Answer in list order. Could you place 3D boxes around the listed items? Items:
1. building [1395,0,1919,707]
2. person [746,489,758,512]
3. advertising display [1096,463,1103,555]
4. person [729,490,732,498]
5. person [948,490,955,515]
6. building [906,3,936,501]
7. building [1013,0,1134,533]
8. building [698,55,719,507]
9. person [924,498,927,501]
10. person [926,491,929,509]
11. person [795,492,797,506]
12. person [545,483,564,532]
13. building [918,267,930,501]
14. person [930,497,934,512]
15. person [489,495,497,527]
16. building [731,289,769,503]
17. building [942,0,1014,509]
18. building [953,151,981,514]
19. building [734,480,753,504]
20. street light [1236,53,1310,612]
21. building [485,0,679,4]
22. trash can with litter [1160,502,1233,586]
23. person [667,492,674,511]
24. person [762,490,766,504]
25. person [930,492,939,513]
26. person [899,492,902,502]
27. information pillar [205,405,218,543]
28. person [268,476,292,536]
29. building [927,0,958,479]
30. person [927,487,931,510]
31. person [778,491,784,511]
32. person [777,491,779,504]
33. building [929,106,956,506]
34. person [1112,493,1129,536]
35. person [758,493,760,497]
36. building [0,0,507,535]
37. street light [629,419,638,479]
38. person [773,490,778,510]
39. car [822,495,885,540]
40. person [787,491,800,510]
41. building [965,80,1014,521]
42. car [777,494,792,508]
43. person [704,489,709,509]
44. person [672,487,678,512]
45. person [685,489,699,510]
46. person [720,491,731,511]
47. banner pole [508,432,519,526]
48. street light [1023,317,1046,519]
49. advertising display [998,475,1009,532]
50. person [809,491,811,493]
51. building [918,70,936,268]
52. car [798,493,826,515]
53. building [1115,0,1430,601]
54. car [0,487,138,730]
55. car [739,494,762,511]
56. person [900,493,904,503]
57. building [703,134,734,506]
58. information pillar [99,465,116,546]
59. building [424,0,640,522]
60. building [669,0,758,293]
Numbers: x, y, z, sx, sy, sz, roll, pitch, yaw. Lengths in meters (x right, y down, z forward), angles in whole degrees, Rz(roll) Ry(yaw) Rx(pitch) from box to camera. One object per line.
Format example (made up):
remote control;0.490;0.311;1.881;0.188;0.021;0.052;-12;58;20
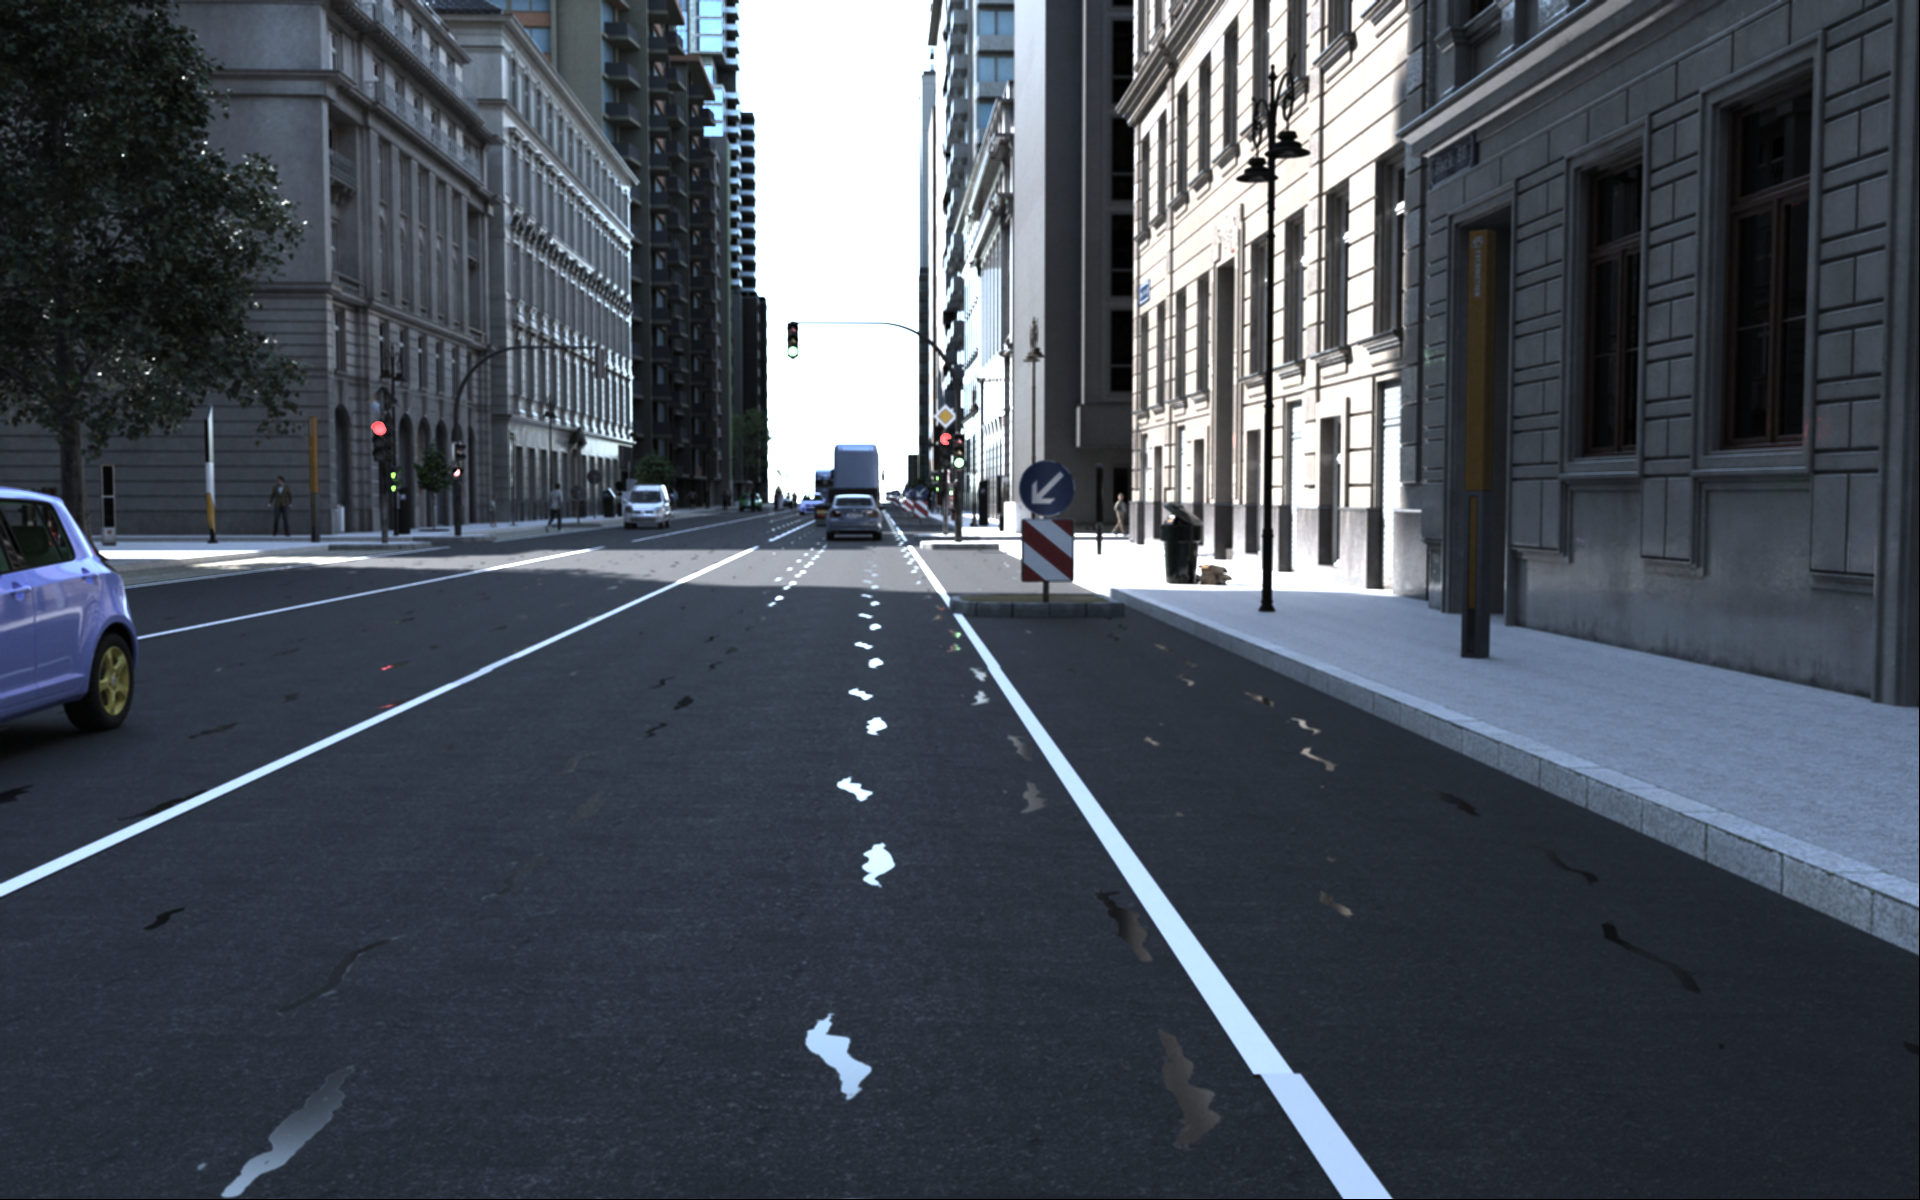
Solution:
building;10.703;-10.592;9.343;11.583;22.565;21.152;0;4;-3
person;-16.939;-8.124;141.342;0.705;1.821;1.348;3;4;38
advertising display;2.964;-1.929;36.756;0.123;1.923;0.974;0;4;6
person;-24.013;-10.605;180.150;0.721;1.735;1.217;1;4;18
person;-0.479;-5.998;104.213;0.850;1.850;0.679;-1;4;-16
building;2.951;-58.667;271.880;22.319;86.520;31.000;0;4;-3
building;14.344;-16.412;61.838;24.014;27.812;14.314;0;4;-3
building;-35.571;-31.528;170.104;22.147;44.769;28.867;0;4;-3
person;-3.502;-10.187;173.531;0.756;1.711;0.436;2;4;27
person;-2.602;-8.518;145.835;0.721;1.766;1.217;1;4;20
person;-18.998;-11.764;201.527;0.721;1.739;1.217;1;4;9
person;-15.262;-3.482;65.282;0.661;1.843;0.795;2;4;27
building;1.585;-27.514;221.550;14.160;30.474;14.107;0;4;-3
person;-2.013;-6.972;124.713;0.332;1.250;0.352;0;4;2
person;-17.968;-3.424;66.703;0.352;1.250;0.332;1;4;22
building;-34.370;-28.826;243.000;14.160;30.474;14.107;0;4;-3
building;10.128;-32.206;146.170;23.786;49.044;30.456;0;4;-3
building;8.263;-17.173;114.069;16.112;22.955;30.059;0;4;-3
building;-43.394;-32.498;223.216;32.217;40.220;23.993;0;4;-3
street light;3.363;-2.814;18.802;0.468;5.910;1.993;0;4;-3
building;-34.175;-29.768;141.324;22.147;44.769;28.867;0;4;-3
trash can with litter;3.383;-0.812;24.663;1.055;1.170;0.624;2;4;35
person;-22.059;-7.556;132.772;0.799;1.438;0.628;-3;5;-40
person;-26.193;-13.795;231.599;0.705;1.824;1.348;0;4;3
person;-1.749;-6.910;119.048;0.654;1.822;0.581;0;4;-7
person;-9.178;-15.852;266.154;0.756;1.711;0.436;2;4;24
information pillar;-19.588;-3.296;45.241;0.183;3.616;0.504;-1;4;-10
person;-20.774;-2.871;52.895;0.836;1.842;0.656;3;5;42
building;11.439;-35.881;175.891;28.713;52.752;27.495;0;4;-3
person;-2.523;-8.399;142.992;0.705;1.869;1.348;0;4;-6
person;-15.600;-8.658;150.722;0.621;1.740;0.551;1;4;18
person;-18.573;-10.210;176.114;0.721;1.739;1.217;-1;4;-10
building;3.594;-33.422;196.562;14.600;45.320;14.200;0;4;-3
person;4.954;-2.631;53.336;0.640;1.303;0.475;2;4;31
person;-26.597;-13.383;228.051;0.628;1.438;0.799;1;4;9
building;-26.106;-13.637;64.766;13.314;21.916;24.055;0;4;-3
street light;-20.125;-8.191;106.710;0.468;5.910;1.993;0;4;-3
person;-16.669;-8.945;155.287;0.750;1.759;0.617;3;4;38
car;-3.384;-2.641;55.184;2.014;1.417;4.499;0;4;-4
person;-14.765;-8.835;153.662;1.217;1.736;0.721;0;4;-5
building;7.529;-14.998;87.023;13.314;21.916;24.055;0;4;-3
car;-18.465;-10.478;181.105;2.009;1.686;4.222;0;4;-5
person;-22.127;-8.809;150.595;0.721;1.766;1.217;-1;4;-12
person;-20.824;-7.363;126.767;0.444;1.785;0.601;-1;4;-18
person;-22.290;-8.394;144.064;1.217;1.735;0.721;-2;4;-33
person;-20.269;-8.587;149.607;0.721;1.735;1.217;3;5;44
banner pole;-18.114;-4.895;70.056;0.401;3.779;0.863;-1;4;-9
street light;1.929;-4.438;45.345;0.468;5.910;1.993;0;4;-3
advertising display;1.493;-3.315;59.418;0.123;1.923;0.974;1;4;18
person;-16.467;-10.970;188.580;0.721;1.743;1.217;-1;4;-9
building;4.737;-42.869;242.910;21.231;58.520;28.212;0;4;-3
car;-10.321;-6.827;121.210;1.945;1.707;3.694;0;4;-2
building;10.623;-14.376;32.308;12.463;27.353;25.104;0;4;-3
car;-5.905;0.023;9.215;1.945;1.707;3.694;0;4;-3
car;-17.622;-8.381;145.824;1.959;1.807;4.718;0;4;-4
person;-8.353;-15.046;252.869;1.217;1.723;0.721;-2;4;-24
building;-32.873;-31.084;191.809;14.154;41.232;14.086;0;4;-3
information pillar;-21.258;-2.368;43.201;0.304;2.012;0.304;-2;4;-33
building;-29.362;-19.704;98.581;17.030;29.872;44.131;0;4;-3
building;-40.843;-58.155;263.508;22.319;86.520;31.000;0;4;-3
